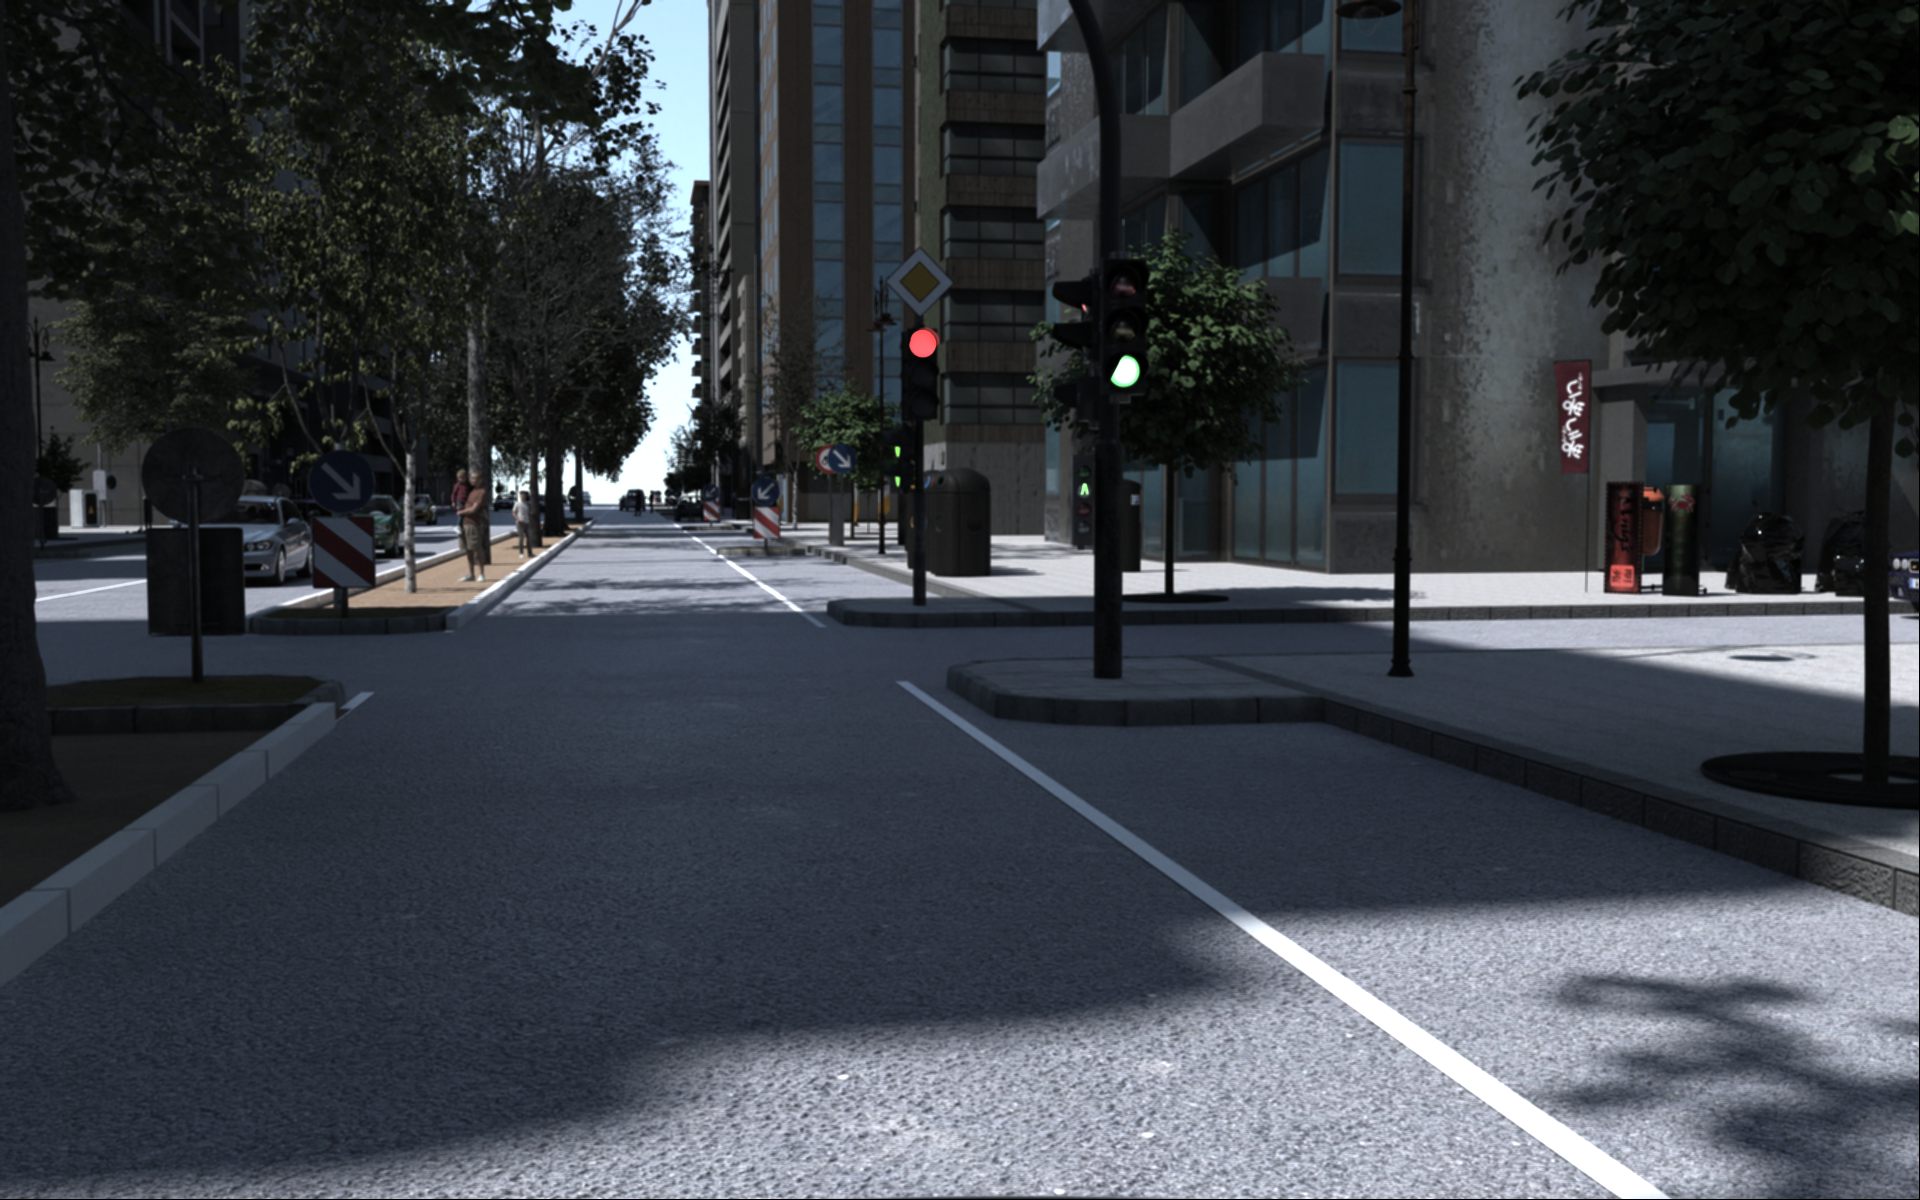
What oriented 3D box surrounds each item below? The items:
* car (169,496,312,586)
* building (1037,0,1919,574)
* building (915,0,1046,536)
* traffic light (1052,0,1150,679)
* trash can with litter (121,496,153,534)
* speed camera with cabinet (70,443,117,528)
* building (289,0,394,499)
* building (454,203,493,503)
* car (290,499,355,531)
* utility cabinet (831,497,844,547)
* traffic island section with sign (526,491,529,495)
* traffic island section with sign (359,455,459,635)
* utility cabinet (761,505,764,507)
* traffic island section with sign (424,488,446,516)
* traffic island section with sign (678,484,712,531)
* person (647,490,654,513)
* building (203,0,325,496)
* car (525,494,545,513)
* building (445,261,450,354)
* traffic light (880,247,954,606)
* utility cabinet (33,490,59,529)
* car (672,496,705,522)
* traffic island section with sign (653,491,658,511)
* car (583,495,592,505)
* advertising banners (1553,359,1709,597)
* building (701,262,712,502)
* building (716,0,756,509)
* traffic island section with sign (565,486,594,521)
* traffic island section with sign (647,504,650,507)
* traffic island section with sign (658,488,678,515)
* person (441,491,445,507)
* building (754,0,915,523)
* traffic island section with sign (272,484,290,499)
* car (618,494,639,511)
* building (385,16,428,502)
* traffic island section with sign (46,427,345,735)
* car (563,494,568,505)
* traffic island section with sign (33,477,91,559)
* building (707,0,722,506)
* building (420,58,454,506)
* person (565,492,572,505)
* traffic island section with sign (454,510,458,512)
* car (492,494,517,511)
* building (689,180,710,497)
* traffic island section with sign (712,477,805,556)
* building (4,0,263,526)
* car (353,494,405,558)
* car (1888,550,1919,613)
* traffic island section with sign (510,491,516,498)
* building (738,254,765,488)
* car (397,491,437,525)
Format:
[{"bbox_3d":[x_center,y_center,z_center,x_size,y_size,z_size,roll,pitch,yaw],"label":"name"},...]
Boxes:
[{"bbox_3d":[-11.733,-0.999,28.331,2.014,1.417,4.499,-1,4,-11],"label":"car"},{"bbox_3d":[16.640,-25.583,37.896,30.456,49.044,23.786,-1,4,-11],"label":"building"},{"bbox_3d":[5.191,-17.653,60.330,14.160,30.474,14.107,-1,4,-11],"label":"building"},{"bbox_3d":[-1.035,-2.252,11.491,4.771,5.953,1.251,-1,4,-11],"label":"traffic light"},{"bbox_3d":[-26.771,-2.789,56.657,1.678,1.210,2.233,-1,4,-12],"label":"trash can with litter"},{"bbox_3d":[-33.144,-4.399,66.253,0.660,3.252,2.038,1,4,10],"label":"speed camera with cabinet"},{"bbox_3d":[-54.016,-30.691,125.497,21.300,48.544,21.600,-1,4,-11],"label":"building"},{"bbox_3d":[-71.206,-33.666,234.038,14.154,41.232,14.086,-1,4,-11],"label":"building"},{"bbox_3d":[-13.236,-1.370,34.985,1.945,1.354,3.894,-1,4,-9],"label":"car"},{"bbox_3d":[-3.010,-1.925,42.636,0.306,1.237,1.020,0,4,-3],"label":"utility cabinet"},{"bbox_3d":[-55.662,-13.101,222.833,1.989,1.847,2.006,-1,4,-11],"label":"traffic island section with sign"},{"bbox_3d":[-6.482,-0.634,18.500,2.006,1.907,1.989,-1,4,-11],"label":"traffic island section with sign"},{"bbox_3d":[-10.420,-5.081,94.242,0.306,1.237,1.020,3,5,44],"label":"utility cabinet"},{"bbox_3d":[-35.120,-6.483,114.620,1.989,1.847,2.006,-1,4,-11],"label":"traffic island section with sign"},{"bbox_3d":[-9.945,-3.644,68.207,1.989,1.847,2.006,-1,4,-11],"label":"traffic island section with sign"},{"bbox_3d":[-23.953,-7.628,134.046,0.721,1.723,1.217,-2,4,-27],"label":"person"},{"bbox_3d":[-53.199,-31.275,100.586,28.713,52.752,27.495,-1,4,-11],"label":"building"},{"bbox_3d":[-29.879,-6.864,122.010,2.009,1.686,4.222,-1,4,-13],"label":"car"},{"bbox_3d":[-75.812,-31.886,213.221,32.217,40.220,23.993,-1,4,-11],"label":"building"},{"bbox_3d":[-0.486,-1.893,19.865,0.839,4.253,0.868,-1,4,-11],"label":"traffic light"},{"bbox_3d":[-33.566,-3.334,63.194,1.173,1.500,0.318,0,4,2],"label":"utility cabinet"},{"bbox_3d":[-14.243,-4.842,91.740,1.945,1.354,3.894,-1,4,-12],"label":"car"},{"bbox_3d":[-24.446,-8.316,144.586,1.989,1.847,2.006,-1,4,-11],"label":"traffic island section with sign"},{"bbox_3d":[-49.518,-13.184,227.927,2.083,1.381,4.827,-1,4,-10],"label":"car"},{"bbox_3d":[8.542,-1.589,22.172,0.090,3.025,2.074,-3,5,-43],"label":"advertising banners"},{"bbox_3d":[-25.470,-27.271,217.582,14.160,30.474,14.107,-1,4,-11],"label":"building"},{"bbox_3d":[-10.667,-32.616,156.973,21.300,48.544,21.600,-1,4,-11],"label":"building"},{"bbox_3d":[-20.509,-5.149,92.323,2.006,1.907,1.989,-1,4,-11],"label":"traffic island section with sign"},{"bbox_3d":[-34.675,-11.613,198.507,1.989,1.847,2.006,-1,4,-11],"label":"traffic island section with sign"},{"bbox_3d":[-19.372,-6.684,117.908,1.989,1.847,2.006,-1,4,-11],"label":"traffic island section with sign"},{"bbox_3d":[-50.947,-9.869,170.781,0.530,1.710,0.541,-1,4,-11],"label":"person"},{"bbox_3d":[-2.366,-26.442,82.438,14.600,45.320,14.200,-1,4,-11],"label":"building"},{"bbox_3d":[-25.865,-3.505,65.931,1.989,1.847,2.006,-1,4,-11],"label":"traffic island section with sign"},{"bbox_3d":[-28.908,-8.539,151.621,2.014,1.417,4.499,-1,4,-10],"label":"car"},{"bbox_3d":[-52.583,-30.210,144.052,14.600,45.320,14.200,-1,4,-11],"label":"building"},{"bbox_3d":[-5.110,-0.189,11.221,2.006,1.907,1.989,-1,4,-11],"label":"traffic island section with sign"},{"bbox_3d":[-54.553,-13.875,236.638,2.009,1.686,4.222,-1,4,-12],"label":"car"},{"bbox_3d":[-20.720,-1.847,38.832,1.989,1.847,2.006,-1,4,-11],"label":"traffic island section with sign"},{"bbox_3d":[-17.803,-40.042,196.680,21.231,58.520,28.212,-1,4,-11],"label":"building"},{"bbox_3d":[-66.787,-34.703,187.002,23.786,49.044,30.456,-1,4,-11],"label":"building"},{"bbox_3d":[-50.728,-13.160,224.495,0.721,1.723,1.217,2,4,31],"label":"person"},{"bbox_3d":[-40.203,-8.122,141.429,1.989,1.847,2.006,-1,4,-11],"label":"traffic island section with sign"},{"bbox_3d":[-38.057,-8.265,144.918,2.009,1.686,4.222,-1,4,-12],"label":"car"},{"bbox_3d":[-25.831,-35.736,238.906,22.147,44.769,28.867,-1,4,-11],"label":"building"},{"bbox_3d":[-4.736,-1.970,40.830,1.989,1.847,2.006,-1,4,-11],"label":"traffic island section with sign"},{"bbox_3d":[-43.314,-39.030,76.391,20.563,71.187,20.611,-1,4,-11],"label":"building"},{"bbox_3d":[-13.781,-1.721,39.942,2.131,1.459,4.920,-1,4,-12],"label":"car"},{"bbox_3d":[12.680,-0.431,19.626,3.894,1.354,1.945,-1,4,-10],"label":"car"},{"bbox_3d":[-50.535,-11.451,195.856,1.989,1.847,2.006,-1,4,-11],"label":"traffic island section with sign"},{"bbox_3d":[-2.301,-17.657,133.730,27.650,21.520,28.899,-1,4,-11],"label":"building"},{"bbox_3d":[-25.217,-4.274,80.108,2.015,1.641,3.980,-1,4,-12],"label":"car"}]
